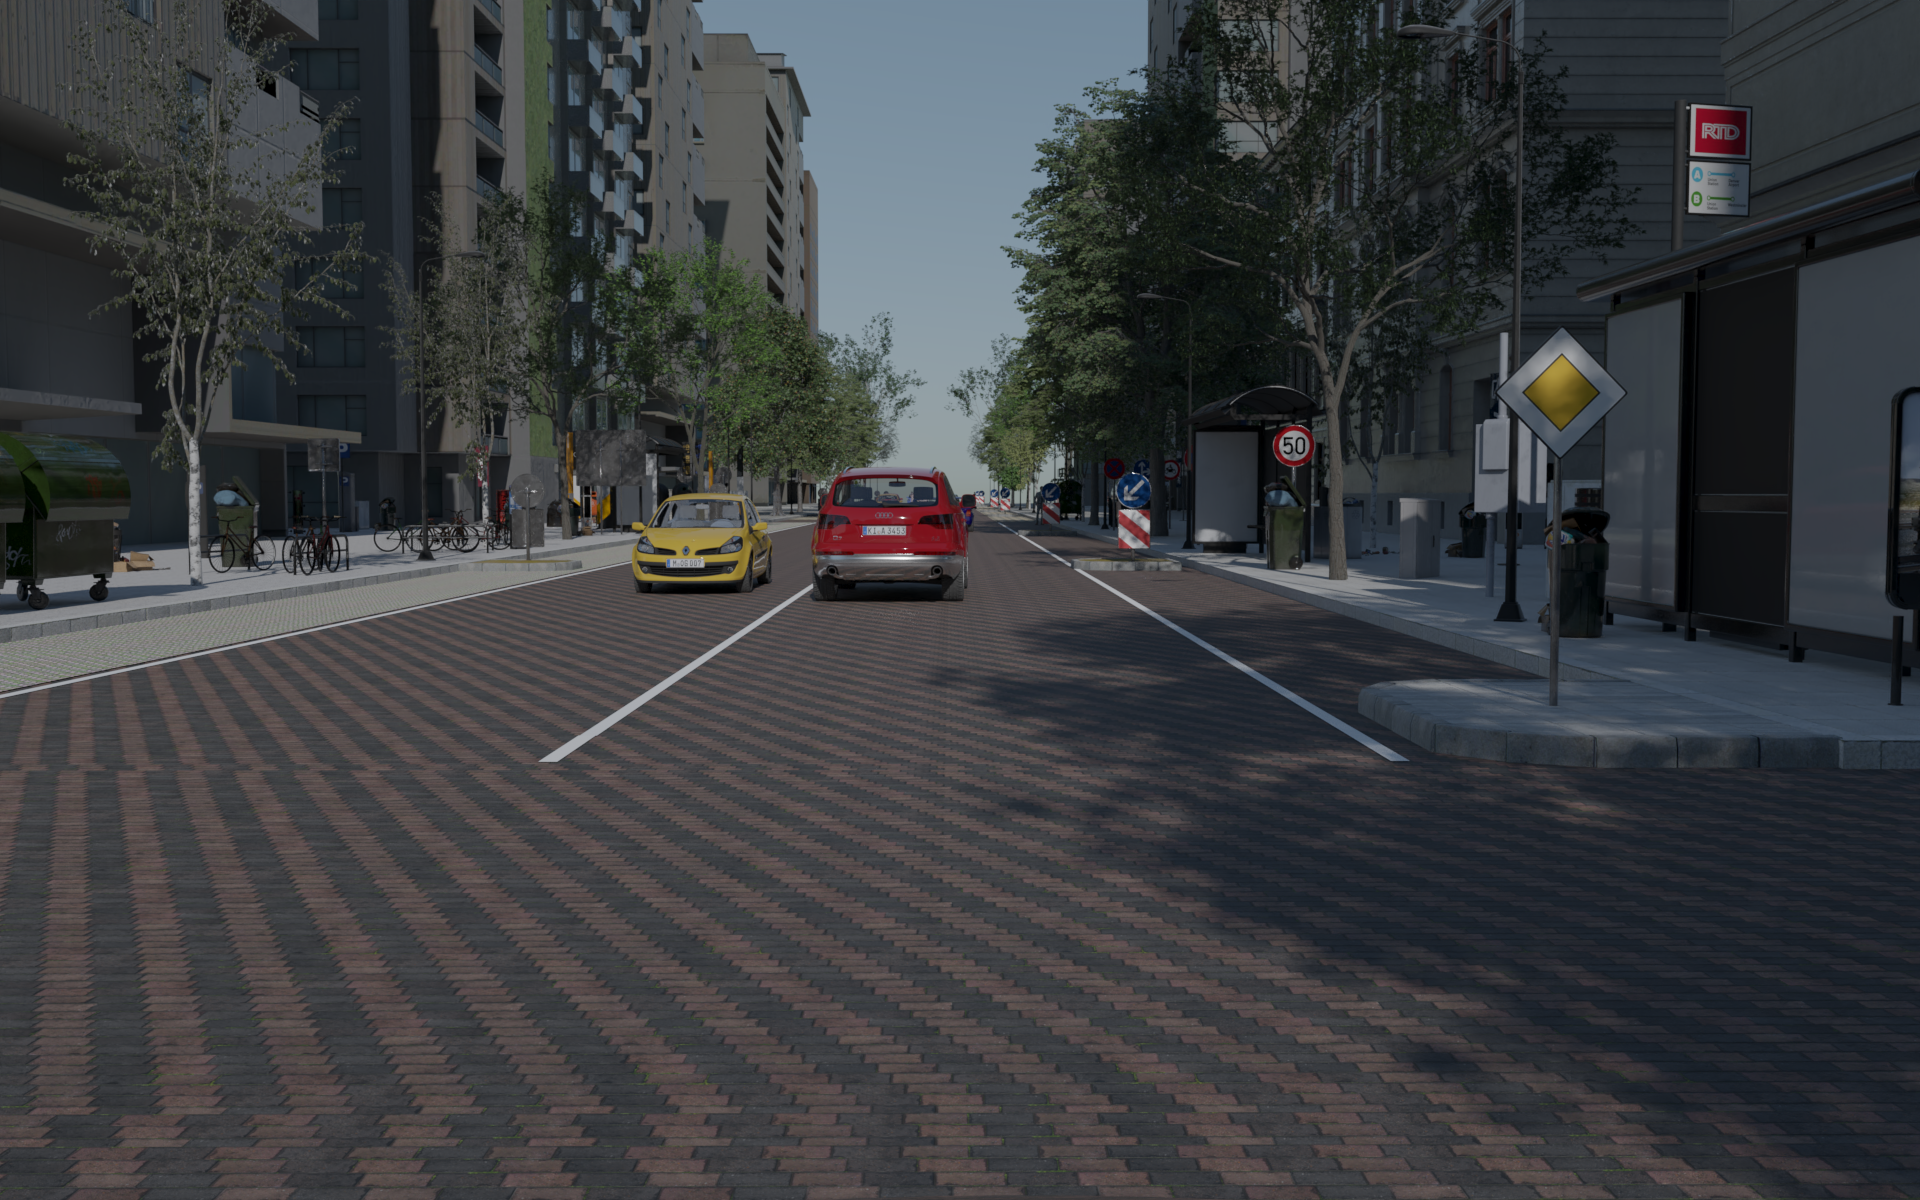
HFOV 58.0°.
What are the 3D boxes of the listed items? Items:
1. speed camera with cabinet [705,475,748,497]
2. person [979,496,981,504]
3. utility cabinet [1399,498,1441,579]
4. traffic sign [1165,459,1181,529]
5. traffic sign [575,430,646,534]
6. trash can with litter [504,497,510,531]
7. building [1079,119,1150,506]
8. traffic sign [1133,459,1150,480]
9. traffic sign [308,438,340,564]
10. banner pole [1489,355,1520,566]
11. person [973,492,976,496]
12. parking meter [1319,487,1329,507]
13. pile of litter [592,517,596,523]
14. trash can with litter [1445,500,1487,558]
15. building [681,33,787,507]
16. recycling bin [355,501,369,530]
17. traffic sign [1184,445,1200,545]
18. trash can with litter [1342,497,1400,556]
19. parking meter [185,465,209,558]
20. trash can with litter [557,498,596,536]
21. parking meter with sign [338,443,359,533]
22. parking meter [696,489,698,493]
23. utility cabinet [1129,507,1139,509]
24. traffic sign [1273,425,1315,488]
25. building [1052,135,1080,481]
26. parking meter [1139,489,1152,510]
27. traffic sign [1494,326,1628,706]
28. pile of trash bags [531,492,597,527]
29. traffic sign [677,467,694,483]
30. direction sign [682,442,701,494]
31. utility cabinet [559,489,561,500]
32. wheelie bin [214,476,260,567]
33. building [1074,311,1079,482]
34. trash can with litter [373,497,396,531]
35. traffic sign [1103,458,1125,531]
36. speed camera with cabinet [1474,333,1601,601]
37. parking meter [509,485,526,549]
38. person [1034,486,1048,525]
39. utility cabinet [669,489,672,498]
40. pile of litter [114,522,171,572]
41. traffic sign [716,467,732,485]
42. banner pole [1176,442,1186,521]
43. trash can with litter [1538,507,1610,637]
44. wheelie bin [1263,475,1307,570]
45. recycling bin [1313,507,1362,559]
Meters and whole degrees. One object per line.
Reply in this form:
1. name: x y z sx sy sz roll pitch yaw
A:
1. speed camera with cabinet: -11.387 -5.511 84.442 2.038 3.252 0.660 0 4 4
2. person: 2.603 -13.490 232.277 0.599 1.433 0.991 1 4 20
3. utility cabinet: 7.081 -0.945 26.616 0.306 1.237 1.020 2 4 35
4. traffic sign: 7.719 -3.888 63.671 0.768 2.556 0.104 0 3 0
5. traffic sign: -11.054 -3.730 54.853 2.265 3.308 0.079 0 4 4
6. trash can with litter: -15.404 -3.011 60.616 1.055 1.170 0.624 -1 4 -18
7. building: 20.125 -31.104 192.152 14.154 41.232 14.086 0 4 0
8. traffic sign: 6.745 -3.889 63.697 0.768 2.556 0.104 0 4 2
9. traffic sign: -11.680 -1.816 31.817 0.606 2.300 0.079 0 4 7
10. banner pole: 9.803 -2.524 31.289 0.401 3.779 0.863 -1 4 -20
11. person: 1.951 -13.495 229.958 1.217 1.723 0.721 1 4 17
12. parking meter: 12.408 -3.088 58.899 0.372 1.533 0.369 0 3 0
13. pile of litter: -15.713 -3.783 75.825 1.719 0.858 1.176 1 4 22
14. trash can with litter: 10.201 -1.446 35.022 0.624 1.170 1.055 -1 4 -21
15. building: -30.473 -34.458 187.091 21.300 48.544 21.600 0 4 0
16. recycling bin: -21.896 -3.069 62.728 0.722 1.027 0.722 1 4 10
17. traffic sign: 5.976 -2.645 43.344 0.768 2.556 0.104 0 4 1
18. trash can with litter: 8.672 -1.585 36.973 2.233 1.210 1.678 -2 4 -32
19. parking meter: -15.211 -1.762 34.513 0.399 1.863 0.255 -1 4 -23
20. trash can with litter: -11.756 -2.550 53.075 0.624 1.170 1.055 3 5 42
21. parking meter with sign: -20.665 -3.801 58.413 0.543 3.016 1.738 -1 4 -9
22. parking meter: -12.259 -4.477 81.618 0.372 1.533 0.369 0 3 0
23. utility cabinet: 6.152 -2.862 57.962 1.020 1.237 0.306 -2 4 -28
24. traffic sign: 6.155 -1.948 31.961 0.768 2.556 0.104 1 4 8
25. building: 24.510 -37.302 229.491 23.786 49.044 30.456 0 4 0
26. parking meter: 5.394 -2.573 50.484 0.372 1.533 0.369 0 3 0
27. traffic sign: 3.594 -0.415 10.435 0.795 2.450 0.064 0 4 0
28. pile of trash bags: -15.659 -3.545 67.713 3.447 1.369 1.912 0 4 8
29. traffic sign: -12.421 -4.784 78.328 0.768 2.556 0.104 0 4 3
30. direction sign: -11.644 -5.103 75.438 0.876 3.537 0.379 -1 4 -9
31. utility cabinet: -19.292 -4.559 83.215 1.173 1.500 0.318 0 4 3
32. wheelie bin: -12.741 -1.383 30.525 0.693 1.594 0.980 -1 4 -16
33. building: 20.619 -26.645 207.347 14.160 30.474 14.107 0 4 0
34. trash can with litter: -20.155 -3.003 60.491 1.055 1.170 0.624 3 5 40
35. traffic sign: 5.393 -3.701 60.615 0.768 2.556 0.104 0 3 0
36. speed camera with cabinet: 7.229 -1.625 20.904 0.660 3.252 2.038 -2 4 -35
37. parking meter: -10.302 -1.952 40.327 0.372 1.533 0.369 0 3 0
38. person: 3.775 -4.421 80.885 0.635 1.810 0.391 -1 4 -13
39. utility cabinet: -12.875 -4.356 79.898 1.173 1.500 0.318 2 4 30
40. pile of litter: -13.989 -0.909 28.829 1.719 0.858 1.176 -3 5 -43
41. traffic sign: -11.129 -4.985 81.611 0.768 2.556 0.104 0 4 1
42. banner pole: 10.580 -5.685 82.960 0.401 3.779 0.863 -2 4 -28
43. trash can with litter: 5.510 -0.270 15.796 0.624 1.170 1.055 0 4 3
44. wheelie bin: 5.525 -1.324 29.563 0.693 1.594 0.980 0 4 3
45. recycling bin: 7.521 -1.342 34.494 0.722 1.027 0.722 -1 4 -18
